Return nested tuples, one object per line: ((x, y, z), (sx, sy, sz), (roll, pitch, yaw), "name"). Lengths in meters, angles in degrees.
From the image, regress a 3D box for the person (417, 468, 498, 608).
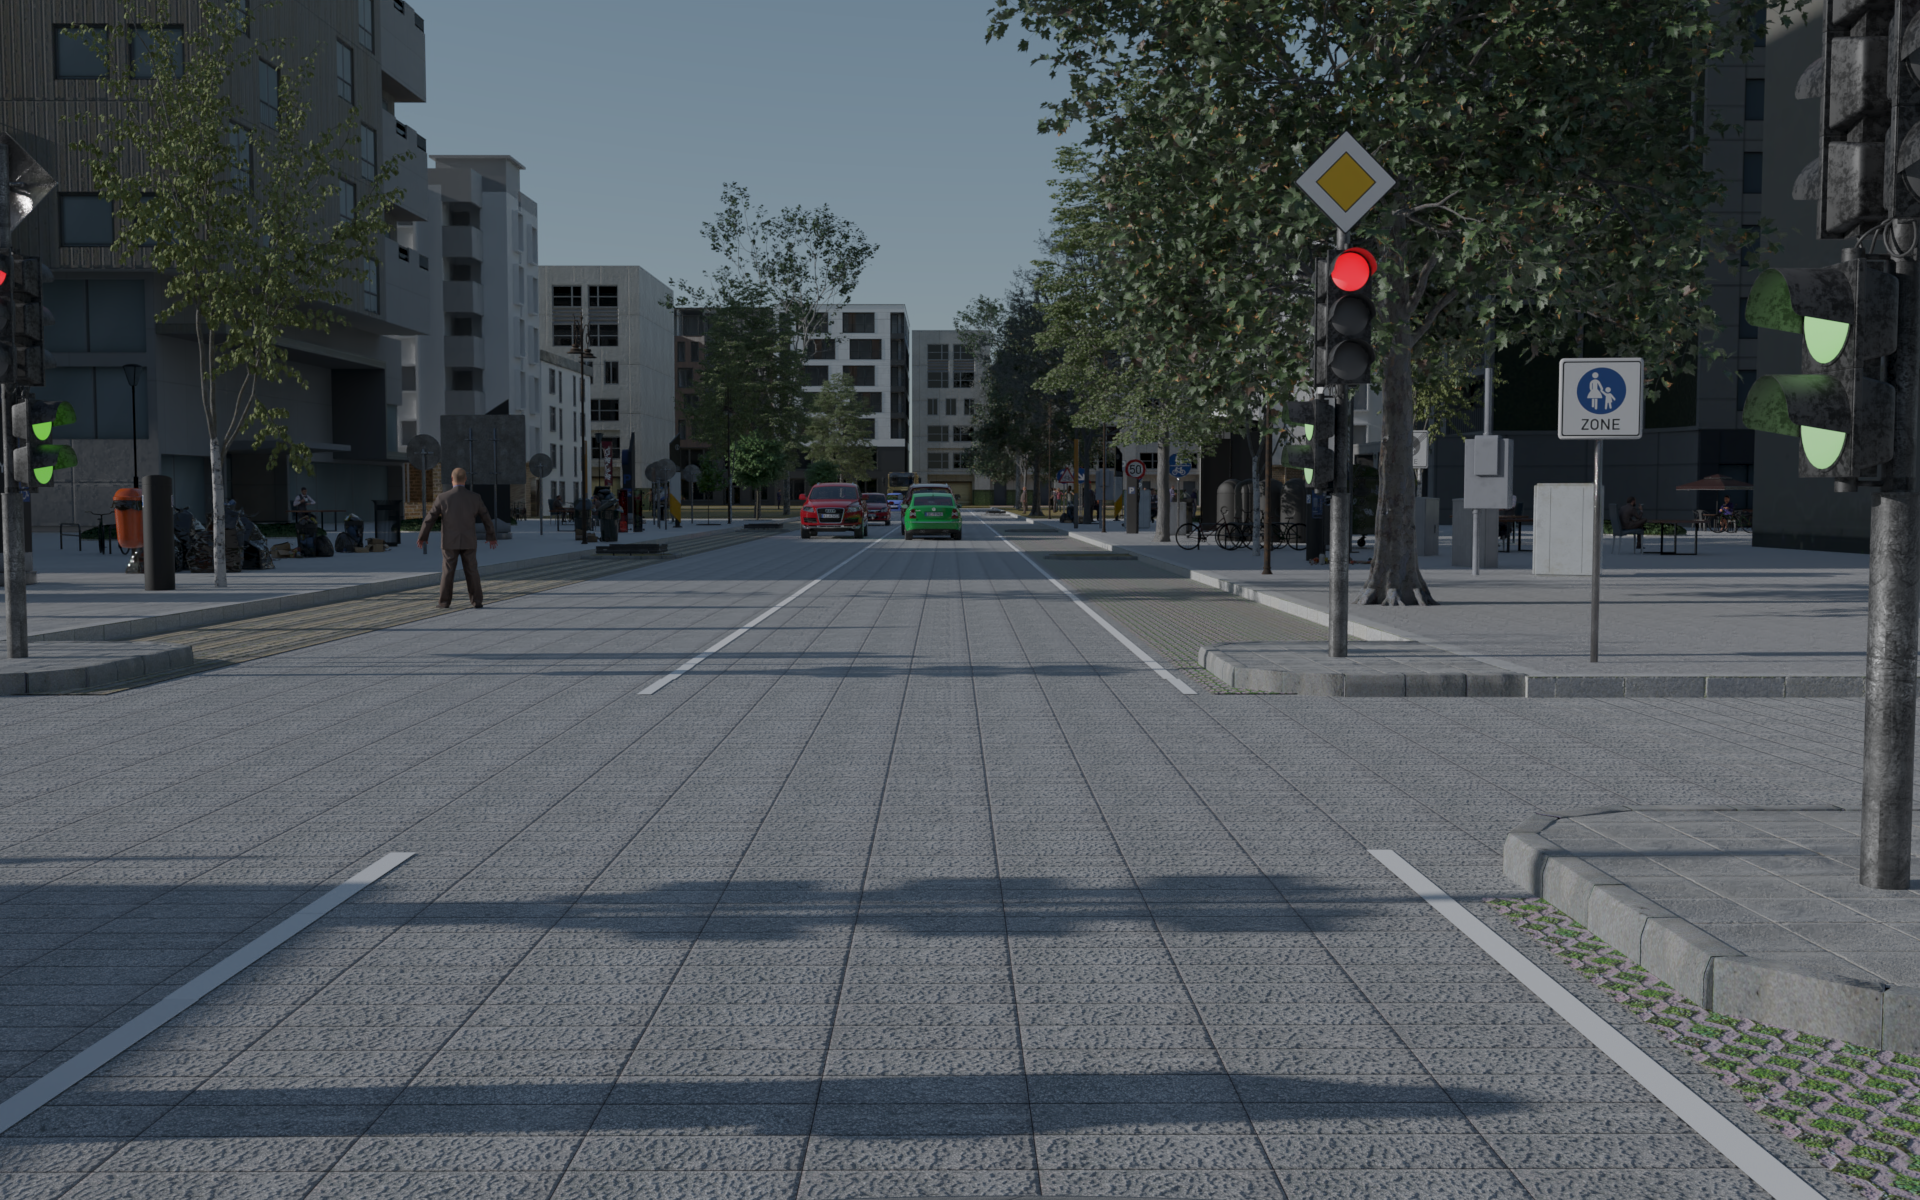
((-6.303, -0.774, 21.705), (0.990, 1.755, 0.434), (-2, 4, -24), "person")

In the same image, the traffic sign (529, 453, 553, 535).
((-13.056, -3.294, 53.956), (0.768, 2.556, 0.104), (0, 4, 5), "traffic sign")

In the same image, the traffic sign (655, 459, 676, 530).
((-10.578, -3.800, 62.234), (0.768, 2.556, 0.104), (0, 4, 0), "traffic sign")

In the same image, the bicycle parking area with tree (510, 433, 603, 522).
((-19.435, -5.767, 81.300), (8.231, 4.147, 9.016), (1, 4, 14), "bicycle parking area with tree")

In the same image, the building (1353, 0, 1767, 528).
((29.656, -38.873, 73.822), (20.563, 71.187, 20.611), (0, 4, 0), "building")

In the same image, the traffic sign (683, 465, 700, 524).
((-11.613, -4.582, 75.026), (0.768, 2.556, 0.104), (0, 3, 0), "traffic sign")

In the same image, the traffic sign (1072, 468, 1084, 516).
((5.859, -5.159, 84.460), (0.768, 2.556, 0.104), (0, 4, 6), "traffic sign")

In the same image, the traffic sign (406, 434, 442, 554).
((-11.395, -2.245, 36.817), (0.768, 2.556, 0.104), (0, 4, 4), "traffic sign")

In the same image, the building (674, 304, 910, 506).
((-22.312, -21.788, 200.203), (32.646, 21.610, 27.936), (0, 4, 0), "building")

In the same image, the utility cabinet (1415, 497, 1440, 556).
((9.711, -1.525, 36.094), (0.306, 1.237, 1.020), (2, 4, 31), "utility cabinet")

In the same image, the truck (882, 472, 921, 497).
((-5.107, -9.861, 157.155), (3.469, 3.379, 9.791), (0, 4, 1), "truck")

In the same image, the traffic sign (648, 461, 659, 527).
((-11.760, -4.118, 67.433), (0.768, 2.556, 0.104), (0, 4, 4), "traffic sign")

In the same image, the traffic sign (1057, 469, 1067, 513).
((5.298, -5.387, 88.181), (0.768, 2.556, 0.104), (0, 4, 7), "traffic sign")

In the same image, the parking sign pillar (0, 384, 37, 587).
((-13.831, -2.192, 24.309), (1.447, 3.967, 1.447), (0, 4, -6), "parking sign pillar")

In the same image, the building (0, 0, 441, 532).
((-37.894, -29.313, 68.506), (28.713, 52.752, 27.495), (0, 4, 0), "building")

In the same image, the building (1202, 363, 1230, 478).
((42.538, -21.809, 200.559), (32.646, 21.610, 27.936), (0, 4, 0), "building")

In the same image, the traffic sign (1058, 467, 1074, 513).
((5.123, -5.064, 82.799), (0.884, 2.594, 0.081), (0, 4, 7), "traffic sign")

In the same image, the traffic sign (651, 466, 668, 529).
((-11.126, -3.792, 64.125), (0.606, 2.300, 0.079), (0, 4, 3), "traffic sign")

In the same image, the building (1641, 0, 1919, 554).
((29.831, -25.246, 36.467), (21.600, 48.544, 21.300), (0, 4, 0), "building")

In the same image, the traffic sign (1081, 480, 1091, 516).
((5.973, -5.187, 84.814), (0.884, 2.594, 0.081), (0, 4, 5), "traffic sign")

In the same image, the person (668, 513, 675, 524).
((-12.334, -4.181, 74.528), (0.434, 1.807, 0.598), (-1, 4, -22), "person")

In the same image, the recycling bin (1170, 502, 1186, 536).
((6.622, -2.524, 53.822), (0.722, 1.027, 0.722), (0, 4, -1), "recycling bin")

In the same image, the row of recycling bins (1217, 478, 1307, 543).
((8.112, -2.407, 46.470), (1.069, 1.692, 3.534), (-2, 4, -28), "row of recycling bins")

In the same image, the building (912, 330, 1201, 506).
((10.505, -20.110, 195.252), (31.486, 18.905, 16.747), (0, 4, 0), "building")

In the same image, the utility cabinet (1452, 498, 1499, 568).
((9.039, -1.177, 30.414), (0.306, 1.237, 1.020), (-1, 4, -17), "utility cabinet")

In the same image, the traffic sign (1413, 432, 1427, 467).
((7.238, -1.582, 27.995), (0.606, 2.300, 0.079), (1, 4, 8), "traffic sign")

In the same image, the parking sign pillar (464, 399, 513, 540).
((-13.434, -3.702, 48.996), (1.447, 3.967, 1.447), (-2, 4, -31), "parking sign pillar")

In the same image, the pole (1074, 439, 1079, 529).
((4.324, -4.316, 64.417), (0.158, 3.312, 0.155), (0, 3, 0), "pole")

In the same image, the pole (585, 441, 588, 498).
((-14.301, -4.421, 66.124), (0.158, 3.312, 0.155), (0, 3, 0), "pole")

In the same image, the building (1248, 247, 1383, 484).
((26.493, -15.662, 112.490), (16.016, 20.091, 11.380), (0, 4, 0), "building")

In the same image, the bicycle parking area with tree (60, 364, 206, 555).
((-20.324, -3.048, 36.834), (8.231, 4.147, 9.016), (-2, 4, -26), "bicycle parking area with tree")

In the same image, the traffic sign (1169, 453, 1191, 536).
((6.714, -3.248, 53.212), (0.768, 2.556, 0.104), (0, 4, 4), "traffic sign")

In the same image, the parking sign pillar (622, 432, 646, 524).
((-14.282, -5.274, 74.697), (1.447, 3.967, 1.447), (0, 4, -4), "parking sign pillar")

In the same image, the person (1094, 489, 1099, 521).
((6.471, -4.536, 82.423), (0.614, 1.554, 0.590), (-1, 4, -22), "person")

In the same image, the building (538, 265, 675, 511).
((-40.549, -16.882, 142.477), (31.486, 18.905, 16.747), (0, 4, 0), "building")

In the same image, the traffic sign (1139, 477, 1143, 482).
((8.457, -5.121, 83.828), (0.768, 2.556, 0.104), (0, 4, 2), "traffic sign")

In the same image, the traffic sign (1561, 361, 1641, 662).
((4.833, -0.673, 13.132), (0.606, 2.300, 0.079), (0, 4, 7), "traffic sign")

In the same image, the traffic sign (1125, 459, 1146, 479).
((6.352, -3.833, 62.783), (0.768, 2.556, 0.104), (0, 4, 1), "traffic sign")

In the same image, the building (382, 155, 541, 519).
((-31.611, -14.578, 94.775), (16.016, 20.091, 11.380), (0, 4, 0), "building")

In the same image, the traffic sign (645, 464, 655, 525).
((-12.714, -4.394, 71.953), (0.768, 2.556, 0.104), (0, 4, 2), "traffic sign")

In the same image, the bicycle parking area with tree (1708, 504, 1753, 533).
((28.528, -4.065, 53.466), (9.016, 4.147, 8.231), (1, 4, 11), "bicycle parking area with tree")

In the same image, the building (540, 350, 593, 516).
((-28.862, -10.560, 114.800), (9.099, 9.664, 28.070), (0, 4, 0), "building")

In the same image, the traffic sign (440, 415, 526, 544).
((-12.247, -3.095, 44.477), (2.265, 3.308, 0.079), (0, 4, 7), "traffic sign")
